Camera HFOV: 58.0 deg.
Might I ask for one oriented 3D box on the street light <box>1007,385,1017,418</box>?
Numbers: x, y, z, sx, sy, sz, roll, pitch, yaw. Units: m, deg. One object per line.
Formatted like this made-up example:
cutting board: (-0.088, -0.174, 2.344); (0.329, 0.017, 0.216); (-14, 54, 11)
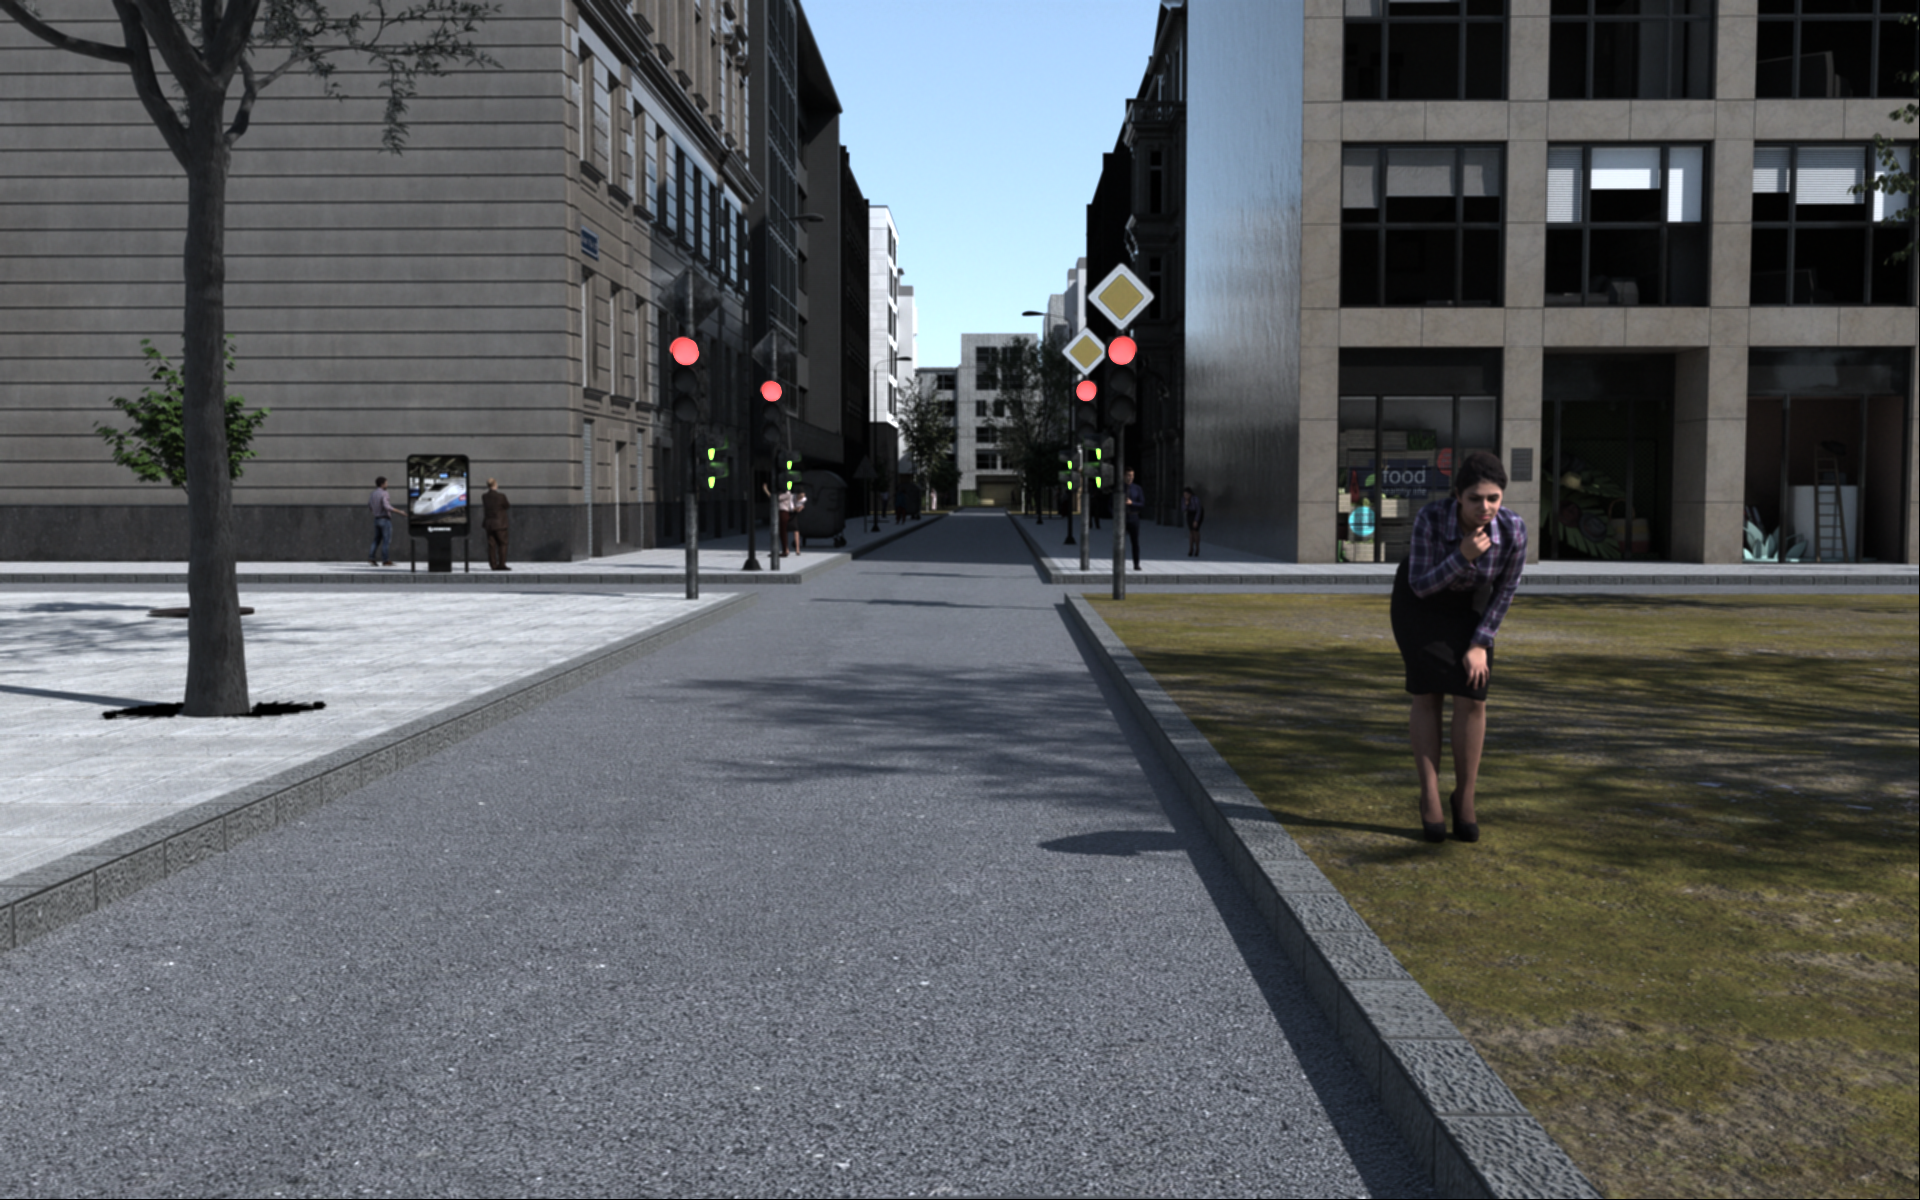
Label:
street light: (2.857, -6.184, 73.642); (1.470, 5.913, 1.316); (0, 4, 1)

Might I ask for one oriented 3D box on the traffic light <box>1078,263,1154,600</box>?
traffic light: (1.911, -1.938, 20.925); (0.839, 4.213, 0.868); (0, 4, 1)

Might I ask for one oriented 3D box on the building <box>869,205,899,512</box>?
building: (-19.113, -16.944, 121.011); (27.936, 21.610, 32.646); (0, 4, 1)

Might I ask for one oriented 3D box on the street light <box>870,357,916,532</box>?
street light: (-2.335, -5.278, 58.837); (1.470, 5.913, 1.316); (0, 4, 1)

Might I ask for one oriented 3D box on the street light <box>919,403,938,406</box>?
street light: (-1.839, -7.080, 88.305); (1.470, 5.913, 1.316); (0, 4, 1)

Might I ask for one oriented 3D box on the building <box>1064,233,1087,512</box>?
building: (15.777, -16.611, 128.005); (16.016, 20.091, 11.380); (0, 4, 1)

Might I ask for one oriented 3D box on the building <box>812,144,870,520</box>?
building: (-11.650, -16.193, 94.425); (12.332, 23.373, 15.834); (0, 4, 1)

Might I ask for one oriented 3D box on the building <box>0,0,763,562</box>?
building: (-12.684, -15.084, 43.882); (12.463, 27.353, 25.104); (0, 4, 1)

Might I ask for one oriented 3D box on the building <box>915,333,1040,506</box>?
building: (0.250, -20.330, 198.854); (31.486, 18.905, 16.747); (0, 4, 1)

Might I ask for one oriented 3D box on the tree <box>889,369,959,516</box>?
tree: (-2.173, -9.319, 102.727); (4.737, 8.622, 4.395); (0, 3, 0)

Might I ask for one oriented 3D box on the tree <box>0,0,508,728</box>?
tree: (-4.430, -6.084, 9.839); (12.009, 13.543, 11.850); (0, 3, 0)

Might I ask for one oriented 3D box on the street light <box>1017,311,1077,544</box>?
street light: (2.272, -4.378, 44.114); (1.470, 5.913, 1.316); (0, 4, 1)

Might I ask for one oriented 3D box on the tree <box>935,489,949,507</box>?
tree: (-1.585, -10.661, 168.905); (1.663, 3.219, 1.824); (0, 3, 0)

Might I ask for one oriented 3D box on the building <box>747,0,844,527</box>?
building: (-13.185, -15.440, 71.509); (14.314, 24.678, 30.058); (0, 4, 1)

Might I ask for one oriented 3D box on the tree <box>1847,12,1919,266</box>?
tree: (11.917, -4.143, 18.096); (4.737, 8.622, 4.395); (0, 3, 0)

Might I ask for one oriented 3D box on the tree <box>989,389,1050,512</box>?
tree: (4.141, -10.414, 120.632); (4.360, 8.622, 3.978); (0, 3, 0)

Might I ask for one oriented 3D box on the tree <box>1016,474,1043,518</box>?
tree: (3.787, -6.107, 94.455); (1.663, 3.219, 1.824); (0, 3, 0)

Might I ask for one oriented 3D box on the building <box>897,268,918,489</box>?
building: (-11.424, -17.521, 142.880); (16.016, 20.091, 11.380); (0, 4, 1)

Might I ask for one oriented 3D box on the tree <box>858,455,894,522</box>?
tree: (-3.643, -5.171, 79.143); (1.663, 3.219, 1.824); (0, 3, 0)

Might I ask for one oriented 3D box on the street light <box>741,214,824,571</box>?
street light: (-2.953, -3.446, 28.882); (1.470, 5.913, 1.316); (0, 4, 1)

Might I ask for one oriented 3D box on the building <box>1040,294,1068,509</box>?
building: (16.513, -18.045, 161.490); (16.747, 18.905, 31.486); (0, 4, 1)

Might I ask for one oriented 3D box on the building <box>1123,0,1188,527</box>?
building: (13.981, -15.369, 70.363); (14.460, 24.649, 34.723); (0, 4, 1)

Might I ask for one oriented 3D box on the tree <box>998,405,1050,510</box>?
tree: (5.355, -11.465, 137.815); (4.737, 8.622, 4.395); (0, 3, 0)

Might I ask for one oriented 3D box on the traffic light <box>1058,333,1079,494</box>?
traffic light: (2.070, -2.426, 28.909); (0.839, 4.213, 0.868); (0, 4, 1)

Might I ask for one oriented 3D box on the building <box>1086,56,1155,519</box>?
building: (13.567, -16.289, 96.001); (12.332, 23.373, 15.834); (0, 4, 1)

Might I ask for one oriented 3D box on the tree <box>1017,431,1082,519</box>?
tree: (4.698, -6.538, 90.617); (4.285, 4.588, 4.351); (0, 3, 0)

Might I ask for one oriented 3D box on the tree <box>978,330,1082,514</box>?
tree: (4.987, -11.316, 110.767); (9.928, 11.665, 9.643); (0, 3, 0)

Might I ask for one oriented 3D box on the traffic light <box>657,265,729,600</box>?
traffic light: (-3.250, -1.943, 21.012); (0.839, 4.213, 0.868); (0, 4, 1)

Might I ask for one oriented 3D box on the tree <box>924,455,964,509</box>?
tree: (-1.378, -9.955, 146.476); (4.285, 4.588, 4.351); (0, 3, 0)

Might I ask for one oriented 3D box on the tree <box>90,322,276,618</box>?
tree: (-8.131, -1.461, 18.491); (1.663, 3.219, 1.824); (0, 3, 0)

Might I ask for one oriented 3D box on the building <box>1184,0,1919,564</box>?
building: (23.384, -14.418, 40.248); (34.151, 26.468, 19.350); (0, 4, 1)
